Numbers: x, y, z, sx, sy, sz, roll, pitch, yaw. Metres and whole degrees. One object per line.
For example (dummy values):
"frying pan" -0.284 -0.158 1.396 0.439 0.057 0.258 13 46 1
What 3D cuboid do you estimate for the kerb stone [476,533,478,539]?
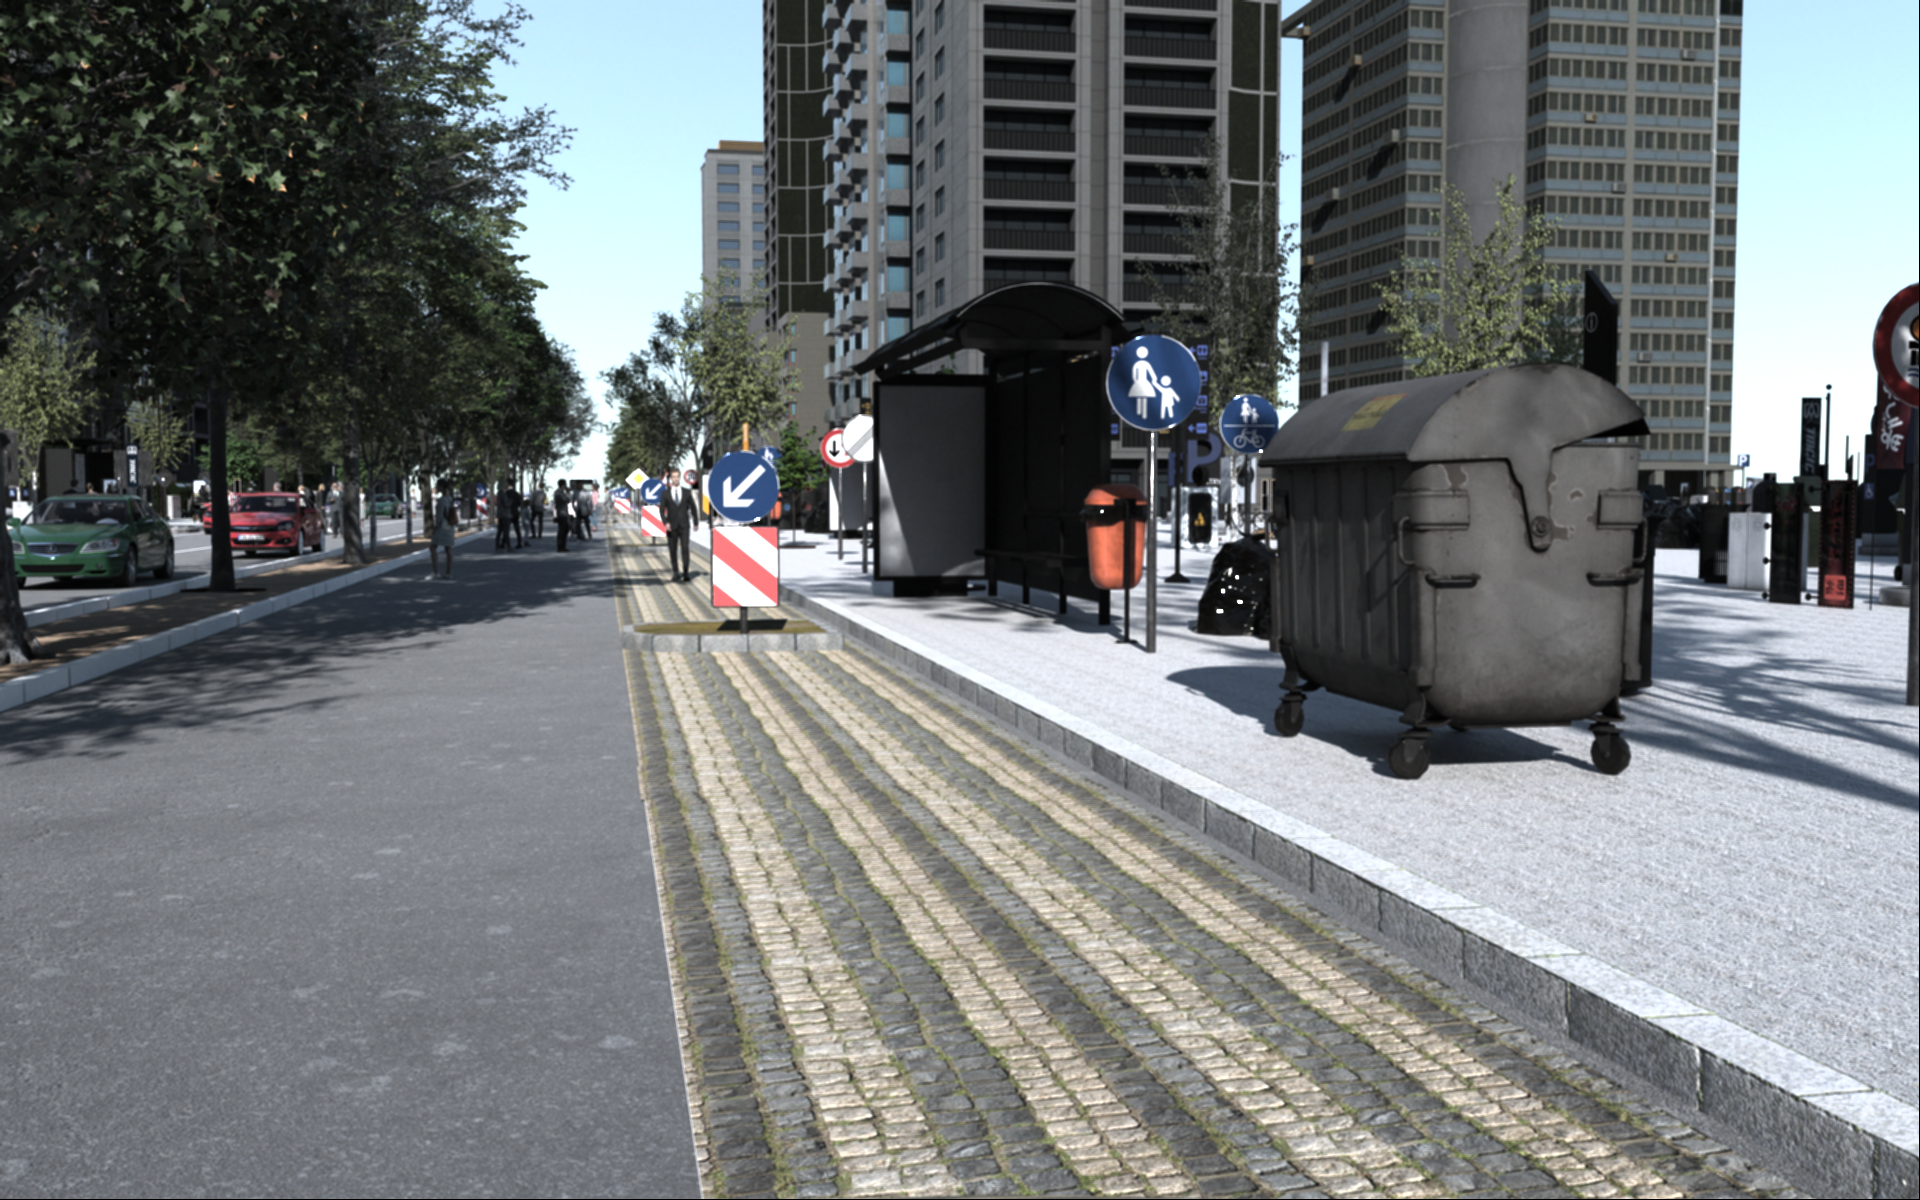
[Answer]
"kerb stone" -15.330 -1.974 54.474 0.120 0.150 1.000 -1 4 -12

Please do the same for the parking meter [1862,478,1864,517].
"parking meter" 24.914 -2.548 47.369 0.255 1.863 0.399 -2 4 -26

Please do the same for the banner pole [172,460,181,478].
"banner pole" -58.050 -8.471 128.514 0.401 3.779 0.863 2 4 29

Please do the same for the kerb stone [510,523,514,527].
"kerb stone" -20.654 -3.540 80.145 0.120 0.150 1.000 -1 4 -12

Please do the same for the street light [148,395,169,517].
"street light" -33.092 -6.047 71.657 0.468 5.910 1.993 -1 4 -12

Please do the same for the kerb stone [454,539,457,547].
"kerb stone" -13.653 -1.483 46.447 0.120 0.150 1.000 -1 4 -12

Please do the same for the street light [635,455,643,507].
"street light" -30.964 -11.830 166.200 0.468 5.910 1.993 -1 4 -12

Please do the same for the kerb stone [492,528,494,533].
"kerb stone" -16.995 -2.466 62.511 0.120 0.150 1.000 -1 4 -12

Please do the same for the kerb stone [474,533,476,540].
"kerb stone" -15.121 -1.913 53.470 0.120 0.150 1.000 -1 4 -12

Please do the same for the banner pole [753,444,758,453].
"banner pole" -10.168 -5.948 87.265 0.863 3.779 0.401 -3 4 -36

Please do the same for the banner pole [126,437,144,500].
"banner pole" -35.870 -5.227 75.476 0.863 3.779 0.401 -1 4 -15

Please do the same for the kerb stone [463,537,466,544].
"kerb stone" -14.287 -1.667 49.458 0.120 0.150 1.000 -1 4 -12

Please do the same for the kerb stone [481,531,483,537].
"kerb stone" -15.751 -2.097 56.495 0.120 0.150 1.000 -1 4 -12

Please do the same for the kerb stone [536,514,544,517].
"kerb stone" -27.950 -5.689 115.242 0.120 0.150 1.000 -1 4 -12

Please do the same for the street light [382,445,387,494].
"street light" -48.753 -10.650 146.922 0.468 5.910 1.993 -1 4 -12

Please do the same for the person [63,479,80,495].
"person" -24.994 -2.480 48.828 0.659 1.850 0.755 1 4 17

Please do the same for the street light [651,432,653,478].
"street light" -21.305 -8.992 119.805 0.468 5.910 1.993 -1 4 -12

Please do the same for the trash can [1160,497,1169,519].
"trash can" 10.556 -4.706 88.592 0.748 1.137 0.748 0 3 0

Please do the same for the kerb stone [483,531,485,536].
"kerb stone" -15.956 -2.159 57.498 0.120 0.150 1.000 -1 4 -12

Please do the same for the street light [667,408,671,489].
"street light" -15.342 -7.238 91.133 0.468 5.910 1.993 -1 4 -12

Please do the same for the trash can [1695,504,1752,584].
"trash can" 11.002 -0.816 24.995 0.748 1.137 0.748 0 3 0

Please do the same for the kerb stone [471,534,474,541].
"kerb stone" -14.912 -1.852 52.469 0.120 0.150 1.000 -1 4 -12

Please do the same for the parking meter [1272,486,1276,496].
"parking meter" 10.158 -2.870 55.338 0.372 1.533 0.369 0 3 0

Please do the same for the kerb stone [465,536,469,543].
"kerb stone" -14.491 -1.728 50.460 0.120 0.150 1.000 -1 4 -12

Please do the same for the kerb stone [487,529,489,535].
"kerb stone" -16.365 -2.282 59.501 0.120 0.150 1.000 -1 4 -12

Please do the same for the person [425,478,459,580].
"person" -8.706 -1.205 29.203 0.522 1.701 0.512 0 4 4

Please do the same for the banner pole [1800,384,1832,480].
"banner pole" 19.557 -3.029 39.539 0.863 3.779 0.401 0 4 -3

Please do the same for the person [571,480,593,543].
"person" -11.045 -2.589 50.677 0.661 1.843 0.795 0 4 5

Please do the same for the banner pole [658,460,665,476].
"banner pole" -21.966 -8.369 126.856 0.401 3.779 0.863 -1 4 -18

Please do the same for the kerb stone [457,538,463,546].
"kerb stone" -14.075 -1.604 48.456 0.120 0.150 1.000 -1 4 -12

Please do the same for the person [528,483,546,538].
"person" -13.661 -2.891 55.944 0.592 1.802 0.473 -2 4 -25

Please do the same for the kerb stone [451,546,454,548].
"kerb stone" -13.449 -1.419 45.446 0.120 0.150 1.000 -1 4 -12

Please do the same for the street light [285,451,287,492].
"street light" -39.060 -7.801 100.327 0.468 5.910 1.993 -1 4 -12

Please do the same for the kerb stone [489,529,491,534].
"kerb stone" -16.579 -2.343 60.503 0.120 0.150 1.000 -1 4 -12

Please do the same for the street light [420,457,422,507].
"street light" -54.782 -12.428 175.992 0.468 5.910 1.993 -1 4 -12

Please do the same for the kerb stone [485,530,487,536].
"kerb stone" -16.168 -2.220 58.498 0.120 0.150 1.000 -1 4 -12

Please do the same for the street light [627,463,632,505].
"street light" -37.050 -13.593 195.024 0.468 5.910 1.993 -1 4 -12

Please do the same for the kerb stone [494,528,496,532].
"kerb stone" -17.205 -2.527 63.515 0.120 0.150 1.000 -1 4 -12

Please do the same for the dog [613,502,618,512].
"dog" -27.913 -7.565 140.523 0.513 0.831 0.800 -2 4 -23

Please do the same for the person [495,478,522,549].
"person" -11.805 -2.267 45.346 0.755 1.850 0.659 2 4 24

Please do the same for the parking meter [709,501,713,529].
"parking meter" -8.972 -3.524 63.330 0.399 1.863 0.255 0 4 1

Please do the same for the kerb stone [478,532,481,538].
"kerb stone" -15.531 -2.036 55.477 0.120 0.150 1.000 -1 4 -12

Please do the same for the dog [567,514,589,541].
"dog" -11.684 -2.228 53.260 0.800 0.831 0.513 0 4 0

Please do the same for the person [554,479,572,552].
"person" -9.802 -2.087 42.805 0.473 1.802 0.592 0 4 -4

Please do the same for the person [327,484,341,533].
"person" -23.138 -3.403 64.313 0.728 1.800 0.709 0 4 -7

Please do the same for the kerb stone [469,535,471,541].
"kerb stone" -14.699 -1.781 51.462 0.120 0.150 1.000 -1 4 -12

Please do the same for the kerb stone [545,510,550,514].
"kerb stone" -30.879 -6.550 129.292 0.120 0.150 1.000 -1 4 -12

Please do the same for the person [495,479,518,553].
"person" -11.158 -2.069 42.509 0.526 1.800 0.537 -1 4 -22

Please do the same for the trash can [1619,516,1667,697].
"trash can" 4.128 0.032 11.127 0.748 1.137 0.748 0 3 0

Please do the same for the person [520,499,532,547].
"person" -11.822 -2.111 47.287 0.425 1.301 0.394 2 4 26

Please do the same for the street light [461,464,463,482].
"street light" -65.509 -15.612 228.046 0.468 5.910 1.993 -1 4 -12

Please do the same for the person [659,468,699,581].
"person" -4.608 -1.232 28.420 0.659 1.850 0.755 -1 4 -11
